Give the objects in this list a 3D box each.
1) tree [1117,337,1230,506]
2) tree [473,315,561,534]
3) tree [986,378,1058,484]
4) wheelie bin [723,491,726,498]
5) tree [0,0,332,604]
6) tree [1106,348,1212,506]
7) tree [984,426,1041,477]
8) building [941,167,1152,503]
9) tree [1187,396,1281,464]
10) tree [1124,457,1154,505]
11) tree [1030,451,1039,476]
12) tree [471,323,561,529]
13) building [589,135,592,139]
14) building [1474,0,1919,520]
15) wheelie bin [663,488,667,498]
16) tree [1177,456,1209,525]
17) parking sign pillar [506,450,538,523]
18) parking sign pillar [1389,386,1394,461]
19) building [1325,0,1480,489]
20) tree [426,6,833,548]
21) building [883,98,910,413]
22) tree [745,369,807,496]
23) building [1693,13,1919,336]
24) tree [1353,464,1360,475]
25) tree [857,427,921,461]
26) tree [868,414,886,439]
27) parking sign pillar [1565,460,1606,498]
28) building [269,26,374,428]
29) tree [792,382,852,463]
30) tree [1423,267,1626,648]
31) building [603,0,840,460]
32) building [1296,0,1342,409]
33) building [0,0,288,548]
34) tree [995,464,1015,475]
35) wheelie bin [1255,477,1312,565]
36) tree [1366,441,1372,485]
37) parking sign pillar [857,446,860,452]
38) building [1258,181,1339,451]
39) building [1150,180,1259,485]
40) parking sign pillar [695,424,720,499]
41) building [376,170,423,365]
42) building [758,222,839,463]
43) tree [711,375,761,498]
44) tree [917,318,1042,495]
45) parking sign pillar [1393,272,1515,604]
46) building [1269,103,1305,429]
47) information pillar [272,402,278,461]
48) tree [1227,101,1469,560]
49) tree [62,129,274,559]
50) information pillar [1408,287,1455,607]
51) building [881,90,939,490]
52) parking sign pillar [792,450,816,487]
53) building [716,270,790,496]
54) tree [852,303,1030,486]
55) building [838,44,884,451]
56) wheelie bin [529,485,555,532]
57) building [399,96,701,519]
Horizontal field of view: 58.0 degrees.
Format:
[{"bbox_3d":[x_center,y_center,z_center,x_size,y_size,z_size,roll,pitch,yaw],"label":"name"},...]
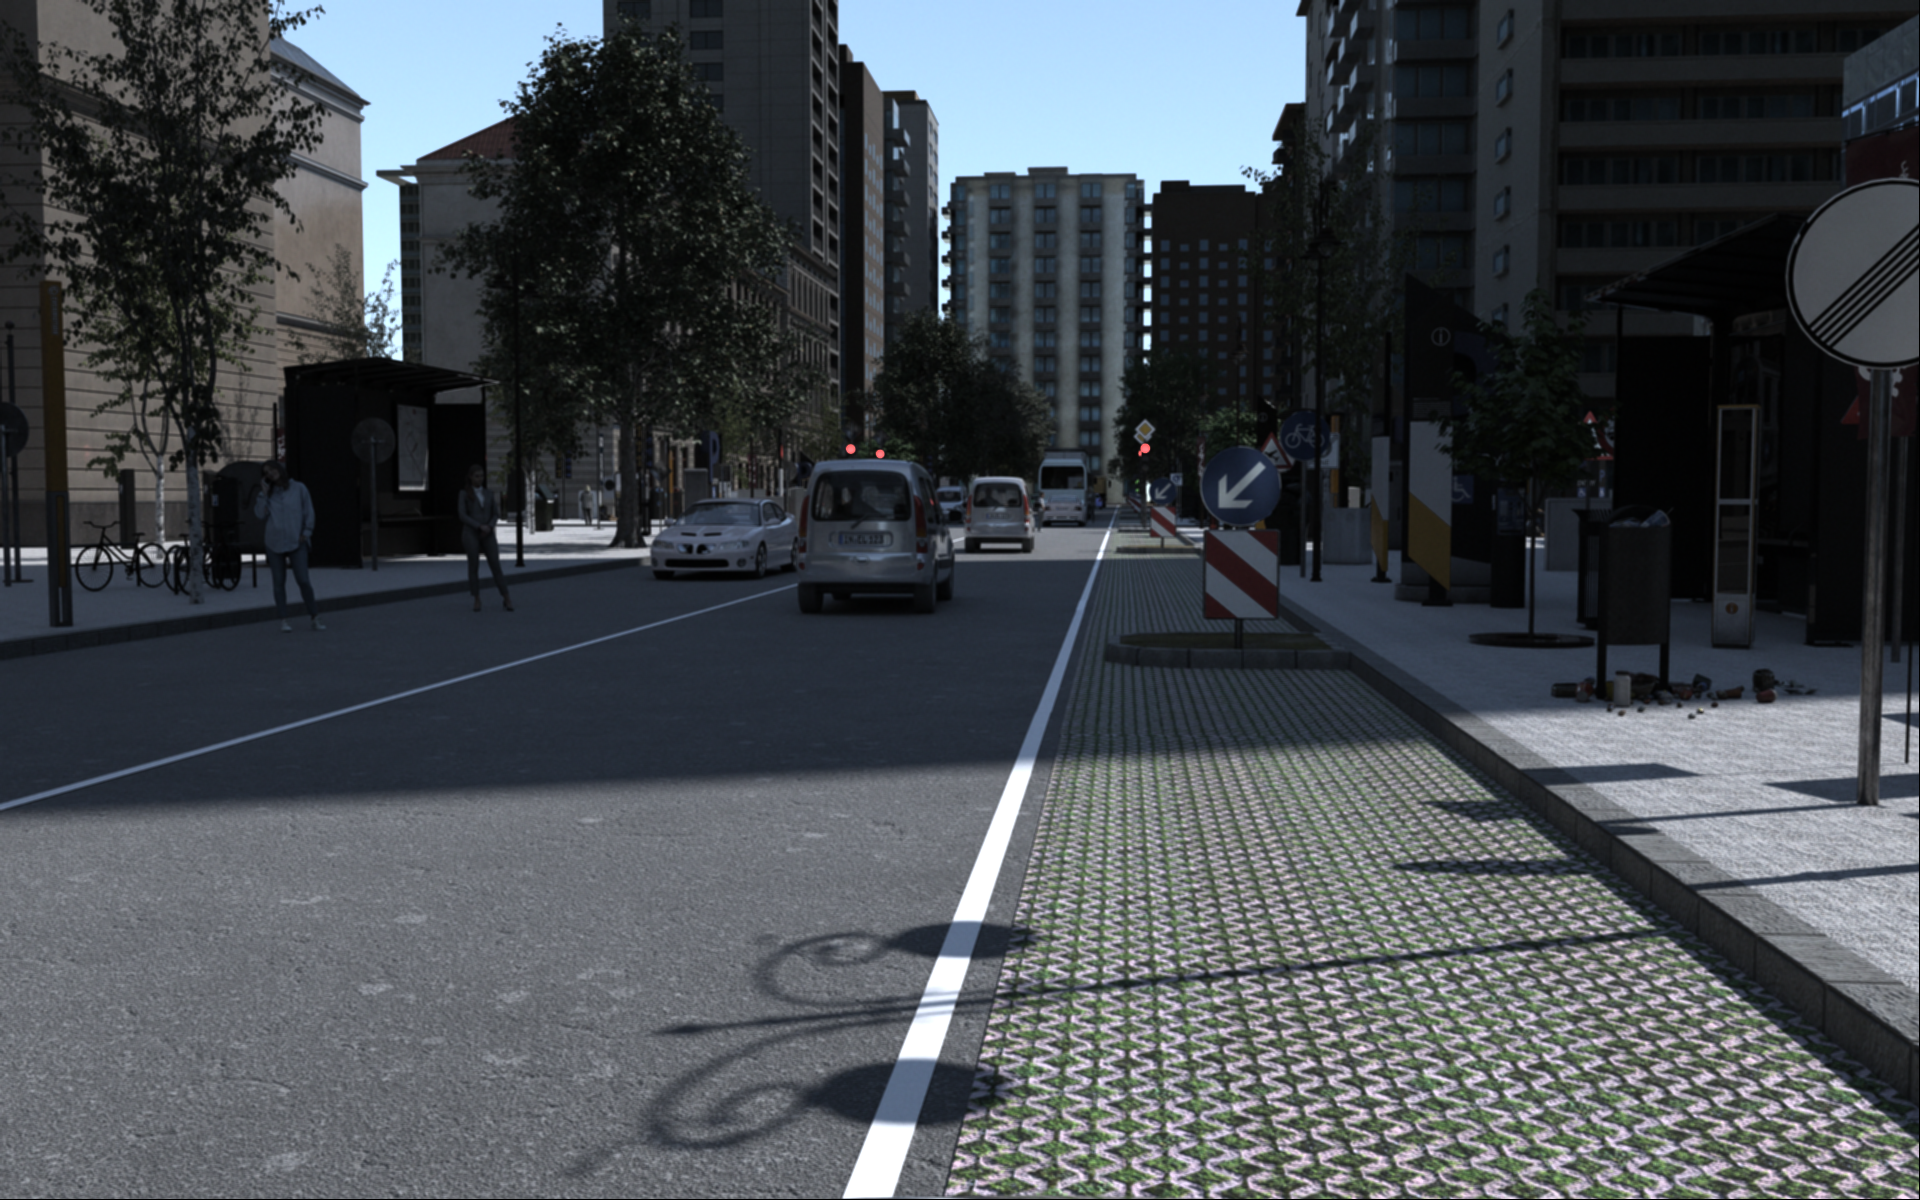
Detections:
[{"bbox_3d":[14.273,-11.643,116.112,9.928,11.665,9.643,0,3,0],"label":"tree"},{"bbox_3d":[-13.663,-6.421,55.353,4.737,8.622,4.395,0,3,0],"label":"tree"},{"bbox_3d":[6.253,-17.328,189.966,9.857,13.997,8.962,0,3,0],"label":"tree"},{"bbox_3d":[-11.902,-4.733,85.297,0.693,1.594,0.980,-1,4,-18],"label":"wheelie bin"},{"bbox_3d":[-9.074,-4.247,19.801,4.360,8.622,3.978,0,3,0],"label":"tree"},{"bbox_3d":[15.873,-13.369,135.588,9.611,12.733,9.660,0,3,0],"label":"tree"},{"bbox_3d":[6.767,-16.395,202.467,7.601,10.594,8.767,1,4,21],"label":"tree"},{"bbox_3d":[12.914,-38.931,256.125,30.456,49.044,23.786,0,4,5],"label":"building"},{"bbox_3d":[9.354,-4.560,58.275,4.285,4.588,4.351,0,3,0],"label":"tree"},{"bbox_3d":[23.085,-16.852,209.937,7.601,10.594,8.767,0,4,-3],"label":"tree"},{"bbox_3d":[1.992,-14.153,148.404,9.611,12.733,9.660,0,3,0],"label":"tree"},{"bbox_3d":[-15.820,-6.958,64.131,4.360,8.622,3.978,0,3,0],"label":"tree"},{"bbox_3d":[-45.492,-43.943,260.462,28.212,58.520,21.231,0,4,5],"label":"building"},{"bbox_3d":[39.384,-28.685,92.699,21.600,48.544,21.300,0,4,5],"label":"building"},{"bbox_3d":[-15.916,-5.118,91.595,0.980,1.594,0.693,-1,4,-18],"label":"wheelie bin"},{"bbox_3d":[10.845,-5.072,77.535,1.663,3.219,1.824,0,3,0],"label":"tree"},{"bbox_3d":[-19.573,-5.444,77.477,1.447,3.967,1.447,0,4,-7],"label":"parking sign pillar"},{"bbox_3d":[11.269,-3.362,43.446,1.447,3.967,1.447,-3,5,-40],"label":"parking sign pillar"},{"bbox_3d":[37.469,-30.569,119.416,23.786,49.044,30.456,0,4,5],"label":"building"},{"bbox_3d":[-7.955,-7.603,41.314,9.611,12.733,9.660,0,3,0],"label":"tree"},{"bbox_3d":[-21.488,-35.528,200.484,30.456,49.044,23.786,0,4,5],"label":"building"},{"bbox_3d":[-11.112,-9.268,101.899,4.360,8.622,3.978,0,3,0],"label":"tree"},{"bbox_3d":[30.575,-43.913,30.652,22.319,86.520,31.000,0,4,5],"label":"building"},{"bbox_3d":[21.201,-6.052,93.558,1.663,3.219,1.824,0,3,0],"label":"tree"},{"bbox_3d":[-3.616,-6.203,85.126,4.285,4.588,4.351,0,3,0],"label":"tree"},{"bbox_3d":[-5.691,-11.899,144.902,4.360,8.622,3.978,0,3,0],"label":"tree"},{"bbox_3d":[22.010,-4.433,60.956,1.447,3.967,1.447,-3,5,-39],"label":"parking sign pillar"},{"bbox_3d":[-45.563,-19.061,97.558,20.117,28.700,13.634,0,4,5],"label":"building"},{"bbox_3d":[-8.913,-9.999,113.841,4.737,8.622,4.395,0,3,0],"label":"tree"},{"bbox_3d":[5.035,-1.240,14.868,1.663,3.219,1.824,0,3,0],"label":"tree"},{"bbox_3d":[-19.828,-44.126,159.712,20.563,71.187,20.611,0,4,5],"label":"building"},{"bbox_3d":[47.089,-35.039,162.119,28.713,52.752,27.495,0,4,5],"label":"building"},{"bbox_3d":[-33.222,-15.310,47.575,25.104,27.353,12.463,0,4,5],"label":"building"},{"bbox_3d":[4.434,-13.536,171.680,4.737,8.622,4.395,0,3,0],"label":"tree"},{"bbox_3d":[5.942,-1.433,31.339,0.980,1.594,0.693,-3,4,-37],"label":"wheelie bin"},{"bbox_3d":[21.629,-6.260,86.065,4.285,4.588,4.351,0,3,0],"label":"tree"},{"bbox_3d":[-5.891,-6.482,94.458,1.447,3.967,1.447,2,4,29],"label":"parking sign pillar"},{"bbox_3d":[49.287,-36.681,249.843,14.200,45.320,14.600,0,4,5],"label":"building"},{"bbox_3d":[34.720,-36.667,249.620,14.200,45.320,14.600,0,4,5],"label":"building"},{"bbox_3d":[-7.803,-3.978,53.506,1.447,3.967,1.447,0,4,8],"label":"parking sign pillar"},{"bbox_3d":[-49.035,-31.053,199.600,23.993,40.220,32.217,0,4,5],"label":"building"},{"bbox_3d":[-16.783,-18.978,139.175,11.050,23.489,19.941,0,4,5],"label":"building"},{"bbox_3d":[-13.073,-8.979,97.170,4.737,8.622,4.395,0,3,0],"label":"tree"},{"bbox_3d":[0.484,-12.830,120.132,12.009,13.543,11.850,0,3,0],"label":"tree"},{"bbox_3d":[5.999,-1.980,20.845,1.447,3.967,1.447,1,4,14],"label":"parking sign pillar"},{"bbox_3d":[45.948,-32.833,191.437,22.147,44.769,28.867,0,4,5],"label":"building"},{"bbox_3d":[-17.594,-3.254,44.554,0.183,3.616,0.504,-2,4,-25],"label":"information pillar"},{"bbox_3d":[7.293,-5.064,33.163,4.737,8.622,4.395,0,3,0],"label":"tree"},{"bbox_3d":[-15.834,-5.132,34.267,4.737,8.622,4.395,0,3,0],"label":"tree"},{"bbox_3d":[5.398,-1.739,19.787,0.504,3.616,0.183,1,4,17],"label":"information pillar"},{"bbox_3d":[-17.482,-43.730,256.987,28.212,58.520,21.231,0,4,5],"label":"building"},{"bbox_3d":[-9.308,-7.151,105.386,1.447,3.967,1.447,2,4,35],"label":"parking sign pillar"},{"bbox_3d":[-18.740,-15.609,119.829,10.561,19.102,19.286,0,4,5],"label":"building"},{"bbox_3d":[-1.905,-11.428,103.858,9.611,12.733,9.660,0,3,0],"label":"tree"},{"bbox_3d":[-15.621,-32.260,177.558,14.600,45.320,14.200,0,4,5],"label":"building"},{"bbox_3d":[-14.398,-3.160,59.571,0.693,1.594,0.980,1,4,11],"label":"wheelie bin"},{"bbox_3d":[-21.982,-16.084,99.134,11.583,22.565,21.152,0,4,5],"label":"building"}]
